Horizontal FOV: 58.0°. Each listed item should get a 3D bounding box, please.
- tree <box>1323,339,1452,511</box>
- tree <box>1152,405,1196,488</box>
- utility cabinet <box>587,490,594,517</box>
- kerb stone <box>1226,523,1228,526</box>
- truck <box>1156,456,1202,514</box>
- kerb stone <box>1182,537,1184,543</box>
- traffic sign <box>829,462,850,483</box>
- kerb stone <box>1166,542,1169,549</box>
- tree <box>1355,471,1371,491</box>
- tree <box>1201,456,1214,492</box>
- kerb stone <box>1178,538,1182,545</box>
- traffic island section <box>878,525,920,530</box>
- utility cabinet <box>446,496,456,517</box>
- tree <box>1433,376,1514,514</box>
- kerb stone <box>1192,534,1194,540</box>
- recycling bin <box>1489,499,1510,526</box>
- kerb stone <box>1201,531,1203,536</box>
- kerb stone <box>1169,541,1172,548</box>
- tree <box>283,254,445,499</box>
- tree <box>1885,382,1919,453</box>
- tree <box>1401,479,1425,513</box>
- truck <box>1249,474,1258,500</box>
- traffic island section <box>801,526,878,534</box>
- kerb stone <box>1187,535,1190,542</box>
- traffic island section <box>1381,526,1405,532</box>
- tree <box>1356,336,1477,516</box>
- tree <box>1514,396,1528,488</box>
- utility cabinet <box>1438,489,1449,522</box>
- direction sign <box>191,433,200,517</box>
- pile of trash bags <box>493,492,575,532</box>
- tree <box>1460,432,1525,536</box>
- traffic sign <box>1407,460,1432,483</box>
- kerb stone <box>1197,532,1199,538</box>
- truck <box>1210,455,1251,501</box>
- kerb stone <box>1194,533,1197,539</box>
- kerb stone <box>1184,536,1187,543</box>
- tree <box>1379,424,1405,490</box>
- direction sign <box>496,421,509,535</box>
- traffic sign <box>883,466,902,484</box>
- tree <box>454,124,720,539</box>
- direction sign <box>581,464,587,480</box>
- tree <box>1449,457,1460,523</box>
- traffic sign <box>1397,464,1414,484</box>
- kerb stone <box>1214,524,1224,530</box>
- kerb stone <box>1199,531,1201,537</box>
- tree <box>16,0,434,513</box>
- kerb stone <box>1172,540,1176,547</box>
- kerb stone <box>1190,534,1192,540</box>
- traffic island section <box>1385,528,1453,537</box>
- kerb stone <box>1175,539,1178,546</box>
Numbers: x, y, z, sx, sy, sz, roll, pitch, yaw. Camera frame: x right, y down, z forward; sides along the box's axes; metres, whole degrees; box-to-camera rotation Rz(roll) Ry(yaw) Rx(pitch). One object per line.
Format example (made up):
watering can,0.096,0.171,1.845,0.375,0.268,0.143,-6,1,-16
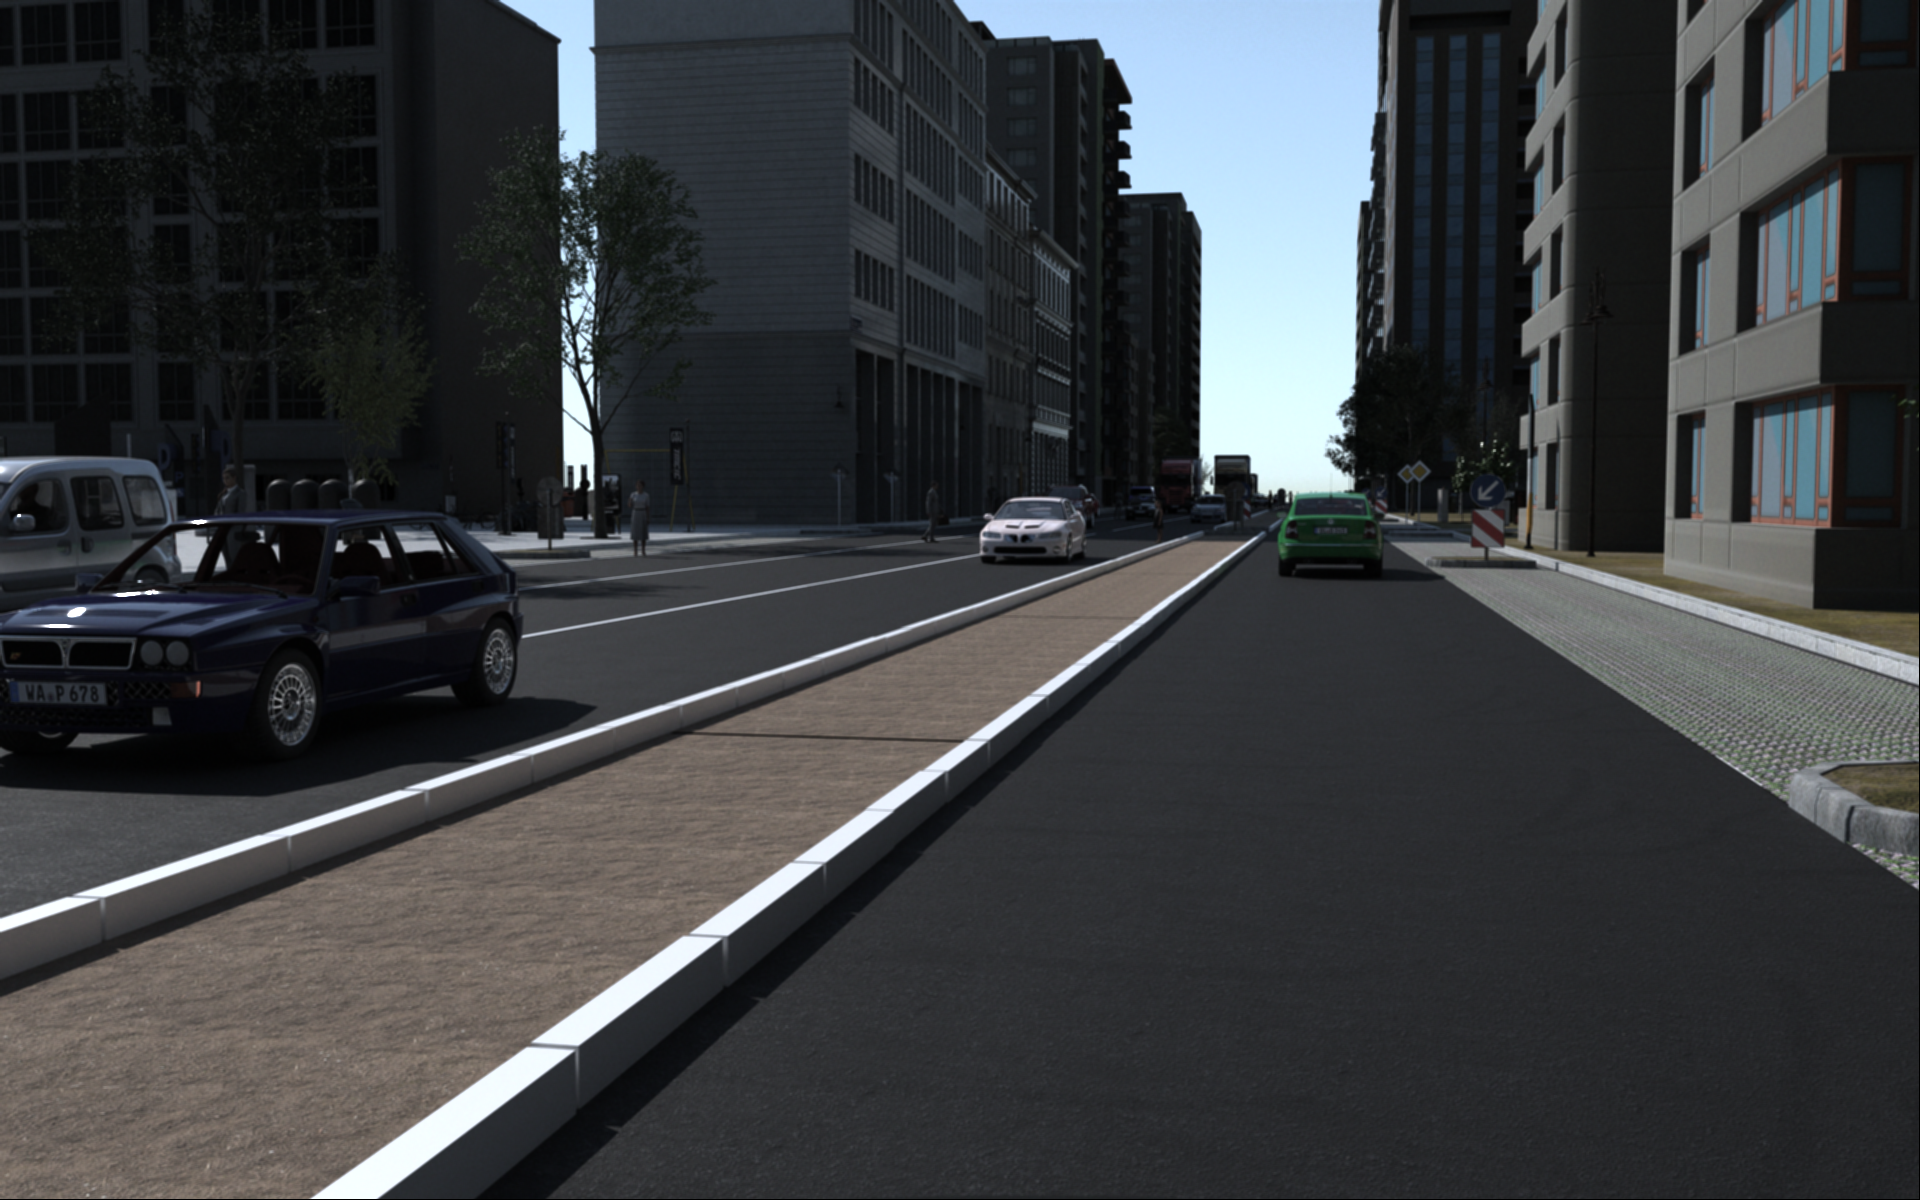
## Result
tree,31.983,-12.900,127.918,9.611,12.733,9.660,0,3,0
tree,26.307,-18.494,220.502,7.486,12.596,7.792,0,3,0
utility cabinet,-23.516,-6.096,108.351,1.173,1.500,0.318,-2,4,-25
kerb stone,11.069,-3.098,72.848,0.120,0.150,1.000,1,4,12
truck,16.659,-8.675,130.752,2.839,4.237,11.283,1,4,12
kerb stone,6.199,-1.651,49.190,0.120,0.150,1.000,1,4,12
traffic sign,-4.388,-3.708,62.821,0.795,2.593,0.064,1,4,12
kerb stone,5.167,-1.344,44.177,0.120,0.150,1.000,1,4,12
tree,52.200,-14.544,221.511,4.285,4.588,4.351,0,3,0
tree,41.881,-21.475,301.477,4.360,8.622,3.978,0,3,0
kerb stone,5.998,-1.590,48.187,0.120,0.150,1.000,1,4,12
traffic island section,-2.804,-2.962,70.715,2.009,0.180,2.903,1,4,12
utility cabinet,-32.974,-6.159,111.867,1.020,1.237,0.306,-2,4,-28
tree,31.784,-9.697,108.911,4.360,8.622,3.978,0,3,0
kerb stone,7.027,-1.897,53.206,0.120,0.150,1.000,1,4,12
recycling bin,21.732,-3.501,69.796,0.722,1.027,0.722,1,4,10
kerb stone,7.851,-2.140,57.227,0.120,0.150,1.000,1,4,12
kerb stone,5.372,-1.405,45.178,0.120,0.150,1.000,1,4,12
tree,-18.379,-6.268,52.840,4.737,8.622,4.395,0,3,0
tree,9.288,-1.251,15.052,1.663,3.219,1.824,0,3,0
tree,31.208,-7.622,119.224,1.663,3.219,1.824,0,3,0
truck,39.656,-15.331,239.576,2.839,4.237,11.283,1,4,12
traffic island section,-4.413,-2.484,62.893,2.009,0.180,2.903,1,4,12
kerb stone,6.617,-1.762,51.201,0.120,0.150,1.000,1,4,12
traffic island section,17.219,-2.711,66.608,2.009,0.180,2.903,1,4,12
tree,26.909,-10.228,101.646,7.601,10.594,8.767,-2,4,-27
tree,36.277,-10.285,118.523,4.360,8.622,3.978,0,3,0
utility cabinet,22.132,-4.320,79.307,0.318,1.500,1.173,0,4,7
direction sign,-28.689,-4.469,65.067,0.379,3.537,0.876,0,4,-7
pile of trash bags,-14.378,-3.049,59.609,1.912,1.369,3.447,1,4,22
tree,16.711,-3.635,54.031,1.663,3.219,1.824,0,3,0
traffic sign,15.585,-3.457,58.708,0.795,2.593,0.064,1,4,12
kerb stone,7.430,-2.020,55.216,0.120,0.150,1.000,1,4,12
truck,19.942,-8.438,126.880,2.839,4.237,11.283,1,4,10
kerb stone,7.232,-1.958,54.208,0.120,0.150,1.000,1,4,12
kerb stone,6.408,-1.706,50.199,0.120,0.150,1.000,1,4,12
tree,35.057,-11.613,140.233,4.737,8.622,4.395,0,3,0
direction sign,-14.341,-3.811,54.304,0.379,3.537,0.876,0,4,7
traffic sign,-2.780,-4.187,70.643,0.795,2.593,0.064,1,4,12
tree,-10.445,-7.564,49.419,9.928,11.665,9.643,0,3,0
direction sign,-28.742,-8.592,132.470,0.379,3.537,0.876,-3,5,-42
tree,22.363,-5.044,77.072,1.663,3.219,1.824,0,3,0
traffic sign,17.194,-3.935,66.530,0.795,2.593,0.064,1,4,12
kerb stone,10.442,-2.913,69.835,0.120,0.150,1.000,1,4,12
kerb stone,7.643,-2.081,56.222,0.120,0.150,1.000,1,4,12
tree,-13.849,-5.996,32.455,8.767,10.594,7.601,1,4,15
kerb stone,5.584,-1.466,46.179,0.120,0.150,1.000,1,4,12
kerb stone,6.819,-1.835,52.202,0.120,0.150,1.000,1,4,12
traffic island section,15.610,-2.233,58.786,2.009,0.180,2.903,1,4,12
kerb stone,5.784,-1.528,47.185,0.120,0.150,1.000,1,4,12
